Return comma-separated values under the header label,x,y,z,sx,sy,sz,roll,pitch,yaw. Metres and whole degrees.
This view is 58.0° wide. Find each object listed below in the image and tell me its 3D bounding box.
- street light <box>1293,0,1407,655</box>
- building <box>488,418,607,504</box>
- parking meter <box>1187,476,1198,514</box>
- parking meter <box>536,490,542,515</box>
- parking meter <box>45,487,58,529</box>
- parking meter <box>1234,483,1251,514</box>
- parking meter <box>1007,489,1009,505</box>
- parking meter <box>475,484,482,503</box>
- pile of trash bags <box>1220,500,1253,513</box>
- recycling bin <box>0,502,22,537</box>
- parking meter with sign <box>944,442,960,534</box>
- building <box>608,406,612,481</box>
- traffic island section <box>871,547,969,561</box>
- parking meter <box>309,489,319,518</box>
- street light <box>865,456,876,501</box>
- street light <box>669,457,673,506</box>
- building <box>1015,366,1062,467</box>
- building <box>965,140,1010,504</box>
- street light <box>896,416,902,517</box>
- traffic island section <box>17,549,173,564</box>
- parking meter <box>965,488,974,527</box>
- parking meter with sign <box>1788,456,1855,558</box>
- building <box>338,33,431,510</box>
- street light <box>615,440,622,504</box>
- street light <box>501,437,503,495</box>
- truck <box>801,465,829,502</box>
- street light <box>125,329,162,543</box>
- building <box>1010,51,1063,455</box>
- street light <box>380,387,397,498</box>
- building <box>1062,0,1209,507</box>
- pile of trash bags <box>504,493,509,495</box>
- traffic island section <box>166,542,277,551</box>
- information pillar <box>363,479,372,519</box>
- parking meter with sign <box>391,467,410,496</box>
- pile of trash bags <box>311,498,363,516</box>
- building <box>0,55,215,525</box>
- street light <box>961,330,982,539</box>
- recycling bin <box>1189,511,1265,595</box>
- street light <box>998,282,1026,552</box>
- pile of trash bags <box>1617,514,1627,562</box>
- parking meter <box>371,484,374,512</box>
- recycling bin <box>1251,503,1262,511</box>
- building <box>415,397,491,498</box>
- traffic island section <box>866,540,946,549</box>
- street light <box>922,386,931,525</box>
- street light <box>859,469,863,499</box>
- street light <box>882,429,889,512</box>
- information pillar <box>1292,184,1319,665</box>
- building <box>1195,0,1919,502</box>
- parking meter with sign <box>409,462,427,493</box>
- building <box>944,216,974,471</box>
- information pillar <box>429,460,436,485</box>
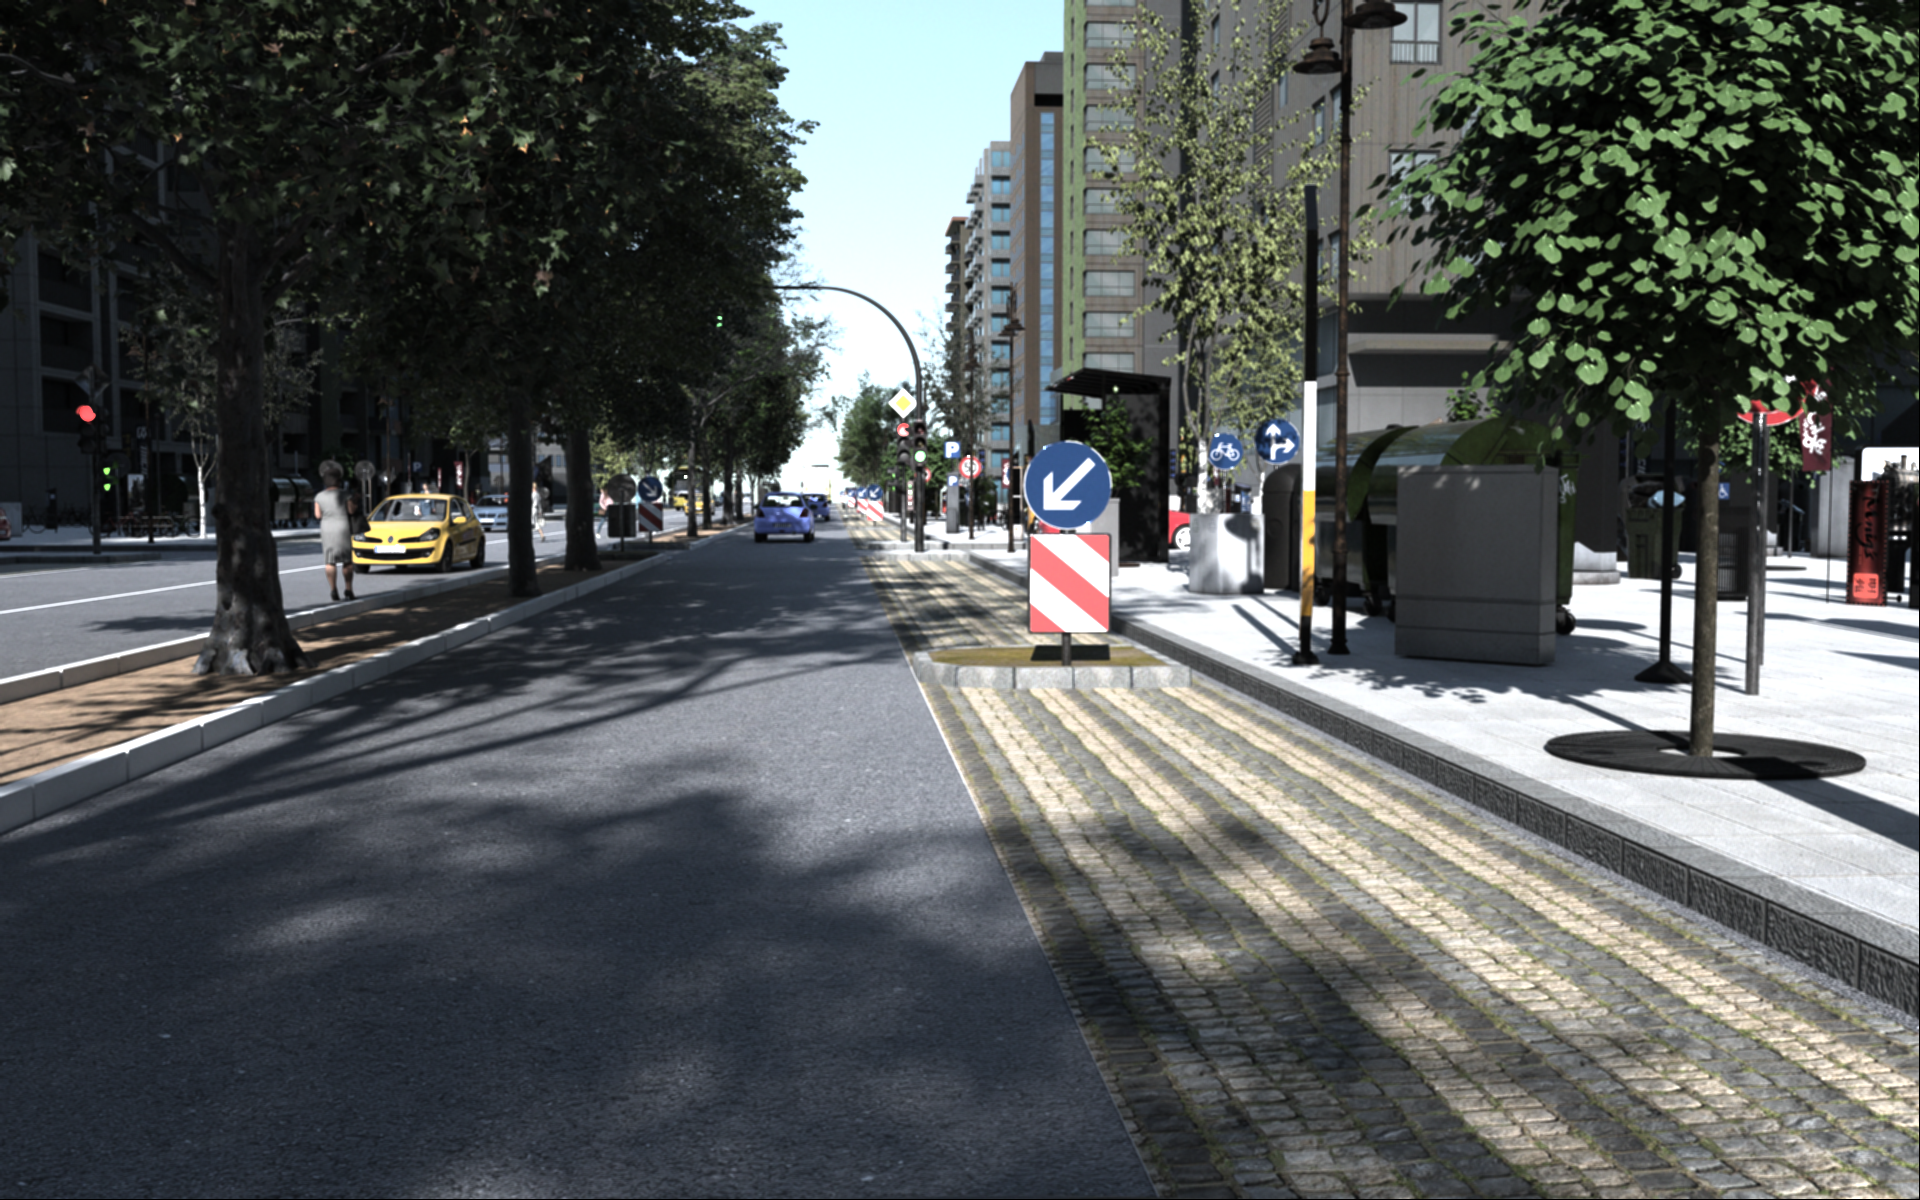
label,x,y,z,sx,sy,sz,roll,pitch,yaw
street light,3.043,-2.505,13.741,0.468,5.910,1.993,0,4,-4
building,-59.106,-41.972,228.241,21.231,58.520,28.212,0,4,-4
parking meter,7.701,-3.158,57.339,0.255,1.863,0.399,-1,4,-22
parking meter,-25.256,-5.835,103.808,0.372,1.533,0.369,0,3,0
parking meter,-33.127,-3.347,63.142,0.372,1.533,0.369,0,3,0
parking meter,6.417,-1.891,39.324,0.372,1.533,0.369,0,3,0
parking meter,3.054,-6.018,104.097,0.399,1.863,0.255,1,4,8
parking meter,-26.858,-5.562,96.652,0.255,1.863,0.399,0,4,4
pile of trash bags,11.089,-3.377,64.961,1.912,1.369,3.447,3,5,39
recycling bin,-28.590,-2.398,51.761,0.722,1.027,0.722,1,4,19
parking meter with sign,-0.255,-3.705,56.840,0.543,3.016,1.738,0,3,0
building,-57.865,-29.282,250.465,14.160,30.474,14.107,0,4,-4
traffic island section,-0.886,-0.977,38.261,2.009,0.180,2.903,0,4,-4
parking meter,-32.452,-4.820,87.222,0.372,1.533,0.369,0,3,0
street light,-8.935,-12.217,172.538,0.468,5.910,1.993,0,4,-4
street light,-32.262,-13.474,193.094,0.468,5.910,1.993,0,4,-4
building,17.670,-51.440,153.717,22.319,86.520,31.000,0,4,-4
building,12.421,-37.721,236.347,23.786,49.044,30.456,0,4,-4
street light,-3.311,-7.602,97.074,0.468,5.910,1.993,0,4,-4
traffic island section,-18.428,-0.897,36.953,2.009,0.180,2.903,0,4,-4
parking meter,0.377,-3.636,67.860,0.372,1.533,0.369,0,3,0
parking meter with sign,17.511,-2.350,34.677,1.738,3.016,0.543,0,4,5
building,-53.431,-29.166,131.487,22.147,44.769,28.867,0,4,-4
street light,-28.533,-10.532,144.991,0.468,5.910,1.993,0,4,-4
street light,-24.702,-7.373,93.343,0.468,5.910,1.993,0,4,-4
truck,-14.339,-11.198,171.994,2.839,4.237,11.283,0,4,-6
street light,-21.112,-4.419,45.031,0.468,5.910,1.993,0,4,-4
building,12.711,-32.239,177.225,14.600,45.320,14.200,0,4,-4
street light,-22.713,-5.873,68.816,0.468,5.910,1.993,0,4,-4
building,14.565,-27.396,131.518,14.154,41.232,14.086,0,4,-4
pile of trash bags,-30.947,-6.362,113.775,3.447,1.369,1.912,-3,5,-45
traffic island section,-19.026,-1.384,44.916,2.009,0.180,2.903,0,4,-4
information pillar,-24.631,-4.127,71.973,0.304,2.012,0.304,-1,4,-10
parking meter with sign,-35.229,-6.970,110.224,1.738,3.016,0.543,-1,4,-14
pile of trash bags,-33.910,-5.165,94.200,1.912,1.369,3.447,2,4,29
building,-46.923,-39.200,79.177,20.563,71.187,20.611,0,4,-4
street light,0.326,-4.654,48.886,0.468,5.910,1.993,0,4,-4
recycling bin,3.446,-0.602,22.394,0.722,1.027,0.722,-2,4,-27
street light,1.125,-3.984,37.933,0.468,5.910,1.993,0,4,-4
pile of trash bags,12.394,-1.505,34.366,1.912,1.369,3.447,2,4,25
parking meter,-34.142,-5.783,100.268,0.399,1.863,0.255,3,5,43
recycling bin,8.189,-2.124,47.279,0.722,1.027,0.722,-1,4,-10
building,-50.436,-23.383,154.008,14.160,30.474,14.107,0,4,-4
traffic island section,-1.484,-1.464,46.224,2.009,0.180,2.903,0,4,-4
street light,-1.472,-6.119,72.839,0.468,5.910,1.993,0,4,-4
street light,-11.657,-14.359,207.556,0.468,5.910,1.993,0,4,-4
street light,-5.376,-9.280,124.515,0.468,5.910,1.993,0,4,-4
information pillar,2.613,-1.323,12.984,0.183,3.616,0.504,1,4,9
building,26.114,-29.816,76.727,27.495,52.752,28.713,0,4,-4
parking meter with sign,-28.949,-5.921,93.073,0.543,3.016,1.738,-2,4,-31
building,8.989,-37.480,267.414,22.147,44.769,28.867,0,4,-4
information pillar,-36.295,-7.822,119.249,0.183,3.616,0.504,3,4,38
